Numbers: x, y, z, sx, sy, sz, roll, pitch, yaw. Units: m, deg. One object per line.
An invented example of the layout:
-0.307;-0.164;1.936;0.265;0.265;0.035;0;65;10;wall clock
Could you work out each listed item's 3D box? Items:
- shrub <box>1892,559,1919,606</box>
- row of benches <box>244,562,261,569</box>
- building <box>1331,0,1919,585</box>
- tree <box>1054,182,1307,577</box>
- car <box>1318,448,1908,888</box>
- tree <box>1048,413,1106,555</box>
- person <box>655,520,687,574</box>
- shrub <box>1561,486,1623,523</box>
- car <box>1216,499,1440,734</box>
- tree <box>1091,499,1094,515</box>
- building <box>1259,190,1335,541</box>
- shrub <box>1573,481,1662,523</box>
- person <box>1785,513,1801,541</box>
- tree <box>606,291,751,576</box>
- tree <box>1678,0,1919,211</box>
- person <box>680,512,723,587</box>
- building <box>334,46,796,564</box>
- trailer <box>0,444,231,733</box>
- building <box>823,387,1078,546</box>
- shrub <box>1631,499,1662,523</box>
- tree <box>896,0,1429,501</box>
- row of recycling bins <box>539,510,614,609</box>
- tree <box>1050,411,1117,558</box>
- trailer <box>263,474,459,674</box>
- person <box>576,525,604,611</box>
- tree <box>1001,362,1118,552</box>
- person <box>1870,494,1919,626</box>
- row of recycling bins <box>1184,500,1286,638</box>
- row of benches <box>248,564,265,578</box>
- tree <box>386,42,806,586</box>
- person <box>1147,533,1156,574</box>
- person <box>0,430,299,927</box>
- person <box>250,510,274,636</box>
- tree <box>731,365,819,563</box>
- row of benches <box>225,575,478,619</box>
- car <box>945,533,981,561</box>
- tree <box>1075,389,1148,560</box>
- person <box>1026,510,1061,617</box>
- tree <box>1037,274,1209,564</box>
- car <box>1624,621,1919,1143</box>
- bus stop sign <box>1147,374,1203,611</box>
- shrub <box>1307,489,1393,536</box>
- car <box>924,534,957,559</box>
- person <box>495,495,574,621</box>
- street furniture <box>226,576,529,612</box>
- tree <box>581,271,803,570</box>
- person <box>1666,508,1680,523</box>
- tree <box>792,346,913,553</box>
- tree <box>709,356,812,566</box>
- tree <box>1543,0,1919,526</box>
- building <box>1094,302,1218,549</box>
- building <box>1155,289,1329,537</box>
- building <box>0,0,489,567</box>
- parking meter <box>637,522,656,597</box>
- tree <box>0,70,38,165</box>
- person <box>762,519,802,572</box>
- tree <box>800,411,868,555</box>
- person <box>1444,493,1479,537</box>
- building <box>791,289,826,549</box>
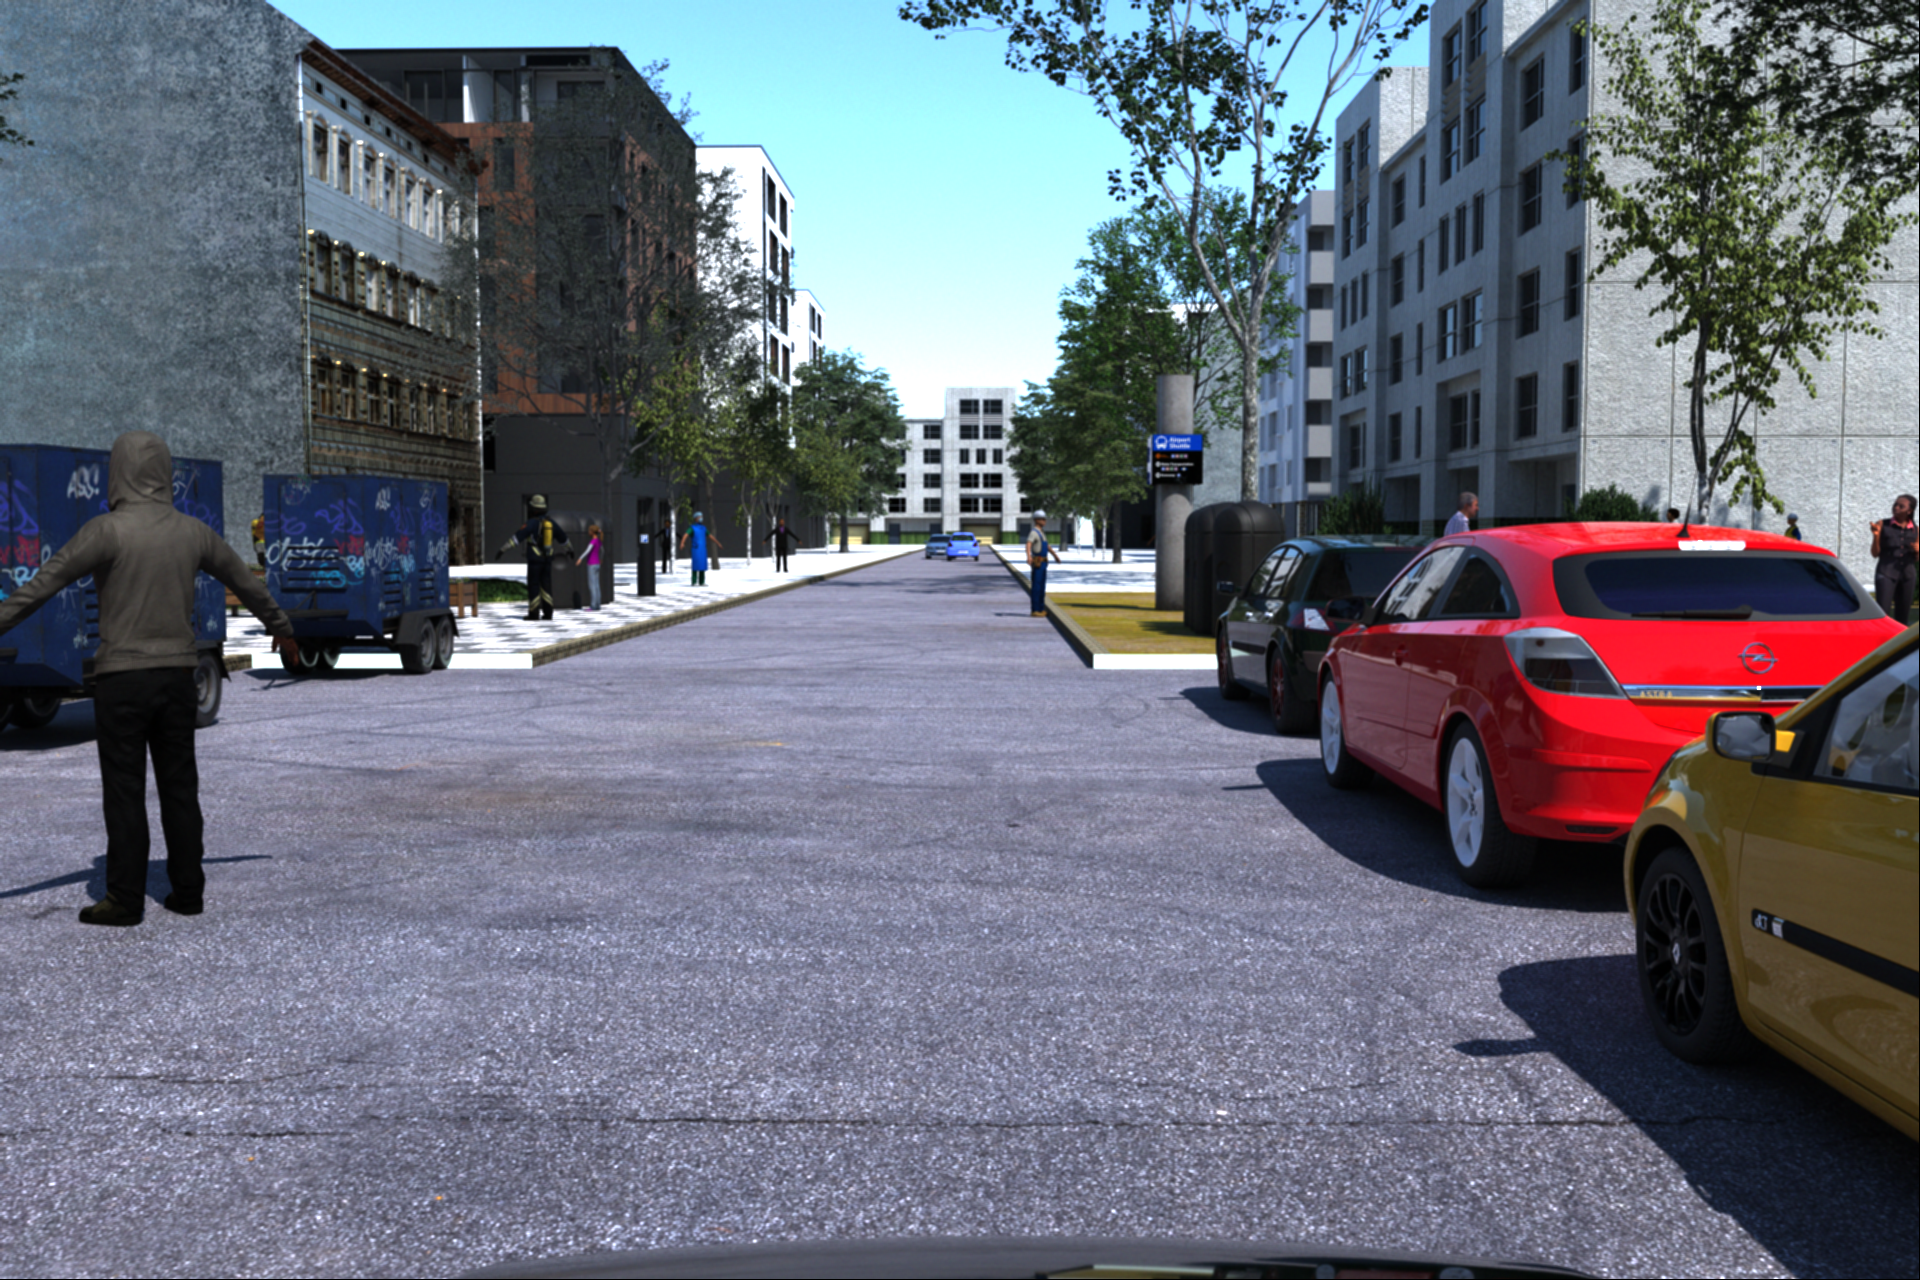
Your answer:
17.059;-1.221;31.073;1.383;1.207;1.383;0;3;0;shrub
-14.119;-1.393;38.232;4.104;0.672;1.422;0;4;8;row of benches
24.116;-11.743;58.454;16.747;18.905;31.486;0;4;1;building
6.457;-7.674;51.225;9.928;11.665;9.643;0;3;0;tree
2.957;0.034;8.484;2.155;1.783;4.494;0;4;1;car
7.240;-9.422;104.405;4.737;8.622;4.395;0;3;0;tree
-9.398;-2.995;55.685;1.216;1.740;0.721;0;4;-5;person
10.385;-1.488;28.378;1.661;2.075;1.752;0;3;0;shrub
3.120;-0.245;13.799;2.009;1.686;4.222;0;4;0;car
18.156;-15.852;209.538;4.360;8.622;3.978;0;3;0;tree
22.022;-14.684;96.498;16.016;20.090;11.380;0;4;1;building
9.696;-1.342;25.986;1.661;2.075;1.752;0;3;0;shrub
19.554;-2.108;40.934;0.721;1.772;1.216;0;4;4;person
-8.643;-6.304;53.429;4.737;8.622;4.395;0;3;0;tree
8.740;-4.728;11.716;7.601;10.594;8.767;-3;5;-43;tree
-6.334;-2.201;42.106;0.704;1.817;1.347;3;5;39;person
-24.420;-15.022;89.584;27.936;21.610;32.646;0;4;2;building
-6.294;-0.286;11.727;1.471;1.999;3.904;0;4;1;trailer
-1.836;-21.148;214.687;31.486;18.905;16.747;0;4;-1;building
12.368;-1.689;32.033;1.690;2.028;1.600;0;3;0;shrub
5.397;-11.255;39.914;12.611;20.169;13.585;0;3;0;tree
-6.890;-1.470;31.143;1.069;1.692;3.534;0;3;0;row of recycling bins
7.426;-8.780;93.921;4.360;8.622;3.978;0;3;0;tree
-6.157;-0.626;17.280;1.471;1.999;3.904;0;4;0;trailer
-6.150;-1.196;28.816;0.599;1.433;0.991;1;4;10;person
7.434;-13.328;124.575;9.857;13.997;8.962;0;3;0;tree
8.520;-0.506;15.779;0.593;1.643;0.415;-3;4;-38;person
3.510;-0.950;22.650;1.069;1.692;3.534;0;3;0;row of recycling bins
-15.612;-1.273;36.270;4.104;0.672;1.422;1;4;18;row of benches
-8.743;-8.108;42.930;12.009;13.543;11.850;0;3;0;tree
6.428;-3.008;55.328;0.704;1.843;1.345;-2;4;-28;person
-3.044;0.131;6.448;0.705;1.813;1.348;3;4;38;person
-8.610;-0.985;21.870;0.705;1.858;1.354;0;4;1;person
-8.193;-7.664;75.662;4.360;8.622;3.978;0;3;0;tree
-9.536;-0.685;26.660;4.104;0.672;1.422;0;4;5;row of benches
0.157;-5.073;92.528;1.945;1.707;3.694;0;4;0;car
6.842;-8.210;84.597;4.360;8.622;3.978;0;3;0;tree
1.395;-1.327;30.002;0.705;1.847;1.347;2;4;25;person
7.044;-9.534;74.010;7.486;12.596;7.792;0;3;0;tree
2.770;0.409;3.534;2.015;1.641;3.980;0;4;1;car
3.581;-2.440;28.917;0.837;3.901;0.837;0;4;1;bus stop sign
6.300;-1.467;28.407;1.690;2.028;1.600;0;3;0;shrub
-1.078;-5.400;100.289;2.014;1.417;4.499;0;4;1;car
-6.274;-1.222;25.767;0.705;1.856;1.354;3;5;42;person
-13.015;-0.954;31.225;10.072;0.657;5.734;0;4;-2;street furniture
-9.013;-7.784;61.673;7.601;10.594;8.767;2;4;26;tree
14.478;-1.779;35.279;0.705;1.806;1.347;1;4;16;person
-7.834;-12.789;115.752;9.857;13.997;8.962;0;3;0;tree
-8.370;-7.314;69.945;4.737;8.622;4.395;0;3;0;tree
9.315;-4.316;20.929;4.737;8.622;4.395;0;3;0;tree
26.827;-19.882;169.038;27.936;21.610;32.646;0;4;0;building
26.379;-19.051;142.409;19.493;23.208;18.063;0;4;1;building
-29.113;-14.131;61.975;19.493;23.208;18.063;0;4;1;building
-6.465;-1.667;35.672;0.372;1.533;0.369;0;3;0;parking meter
-12.376;-4.882;14.240;8.767;10.594;7.601;-3;4;-37;tree
-5.974;-3.172;58.091;1.346;1.802;0.704;-1;4;-14;person
-7.713;-9.393;103.936;4.737;8.622;4.395;0;3;0;tree
5.228;-0.670;17.935;0.436;1.711;0.756;2;4;28;person
-26.593;-18.285;142.931;27.936;21.610;32.646;0;4;1;building
